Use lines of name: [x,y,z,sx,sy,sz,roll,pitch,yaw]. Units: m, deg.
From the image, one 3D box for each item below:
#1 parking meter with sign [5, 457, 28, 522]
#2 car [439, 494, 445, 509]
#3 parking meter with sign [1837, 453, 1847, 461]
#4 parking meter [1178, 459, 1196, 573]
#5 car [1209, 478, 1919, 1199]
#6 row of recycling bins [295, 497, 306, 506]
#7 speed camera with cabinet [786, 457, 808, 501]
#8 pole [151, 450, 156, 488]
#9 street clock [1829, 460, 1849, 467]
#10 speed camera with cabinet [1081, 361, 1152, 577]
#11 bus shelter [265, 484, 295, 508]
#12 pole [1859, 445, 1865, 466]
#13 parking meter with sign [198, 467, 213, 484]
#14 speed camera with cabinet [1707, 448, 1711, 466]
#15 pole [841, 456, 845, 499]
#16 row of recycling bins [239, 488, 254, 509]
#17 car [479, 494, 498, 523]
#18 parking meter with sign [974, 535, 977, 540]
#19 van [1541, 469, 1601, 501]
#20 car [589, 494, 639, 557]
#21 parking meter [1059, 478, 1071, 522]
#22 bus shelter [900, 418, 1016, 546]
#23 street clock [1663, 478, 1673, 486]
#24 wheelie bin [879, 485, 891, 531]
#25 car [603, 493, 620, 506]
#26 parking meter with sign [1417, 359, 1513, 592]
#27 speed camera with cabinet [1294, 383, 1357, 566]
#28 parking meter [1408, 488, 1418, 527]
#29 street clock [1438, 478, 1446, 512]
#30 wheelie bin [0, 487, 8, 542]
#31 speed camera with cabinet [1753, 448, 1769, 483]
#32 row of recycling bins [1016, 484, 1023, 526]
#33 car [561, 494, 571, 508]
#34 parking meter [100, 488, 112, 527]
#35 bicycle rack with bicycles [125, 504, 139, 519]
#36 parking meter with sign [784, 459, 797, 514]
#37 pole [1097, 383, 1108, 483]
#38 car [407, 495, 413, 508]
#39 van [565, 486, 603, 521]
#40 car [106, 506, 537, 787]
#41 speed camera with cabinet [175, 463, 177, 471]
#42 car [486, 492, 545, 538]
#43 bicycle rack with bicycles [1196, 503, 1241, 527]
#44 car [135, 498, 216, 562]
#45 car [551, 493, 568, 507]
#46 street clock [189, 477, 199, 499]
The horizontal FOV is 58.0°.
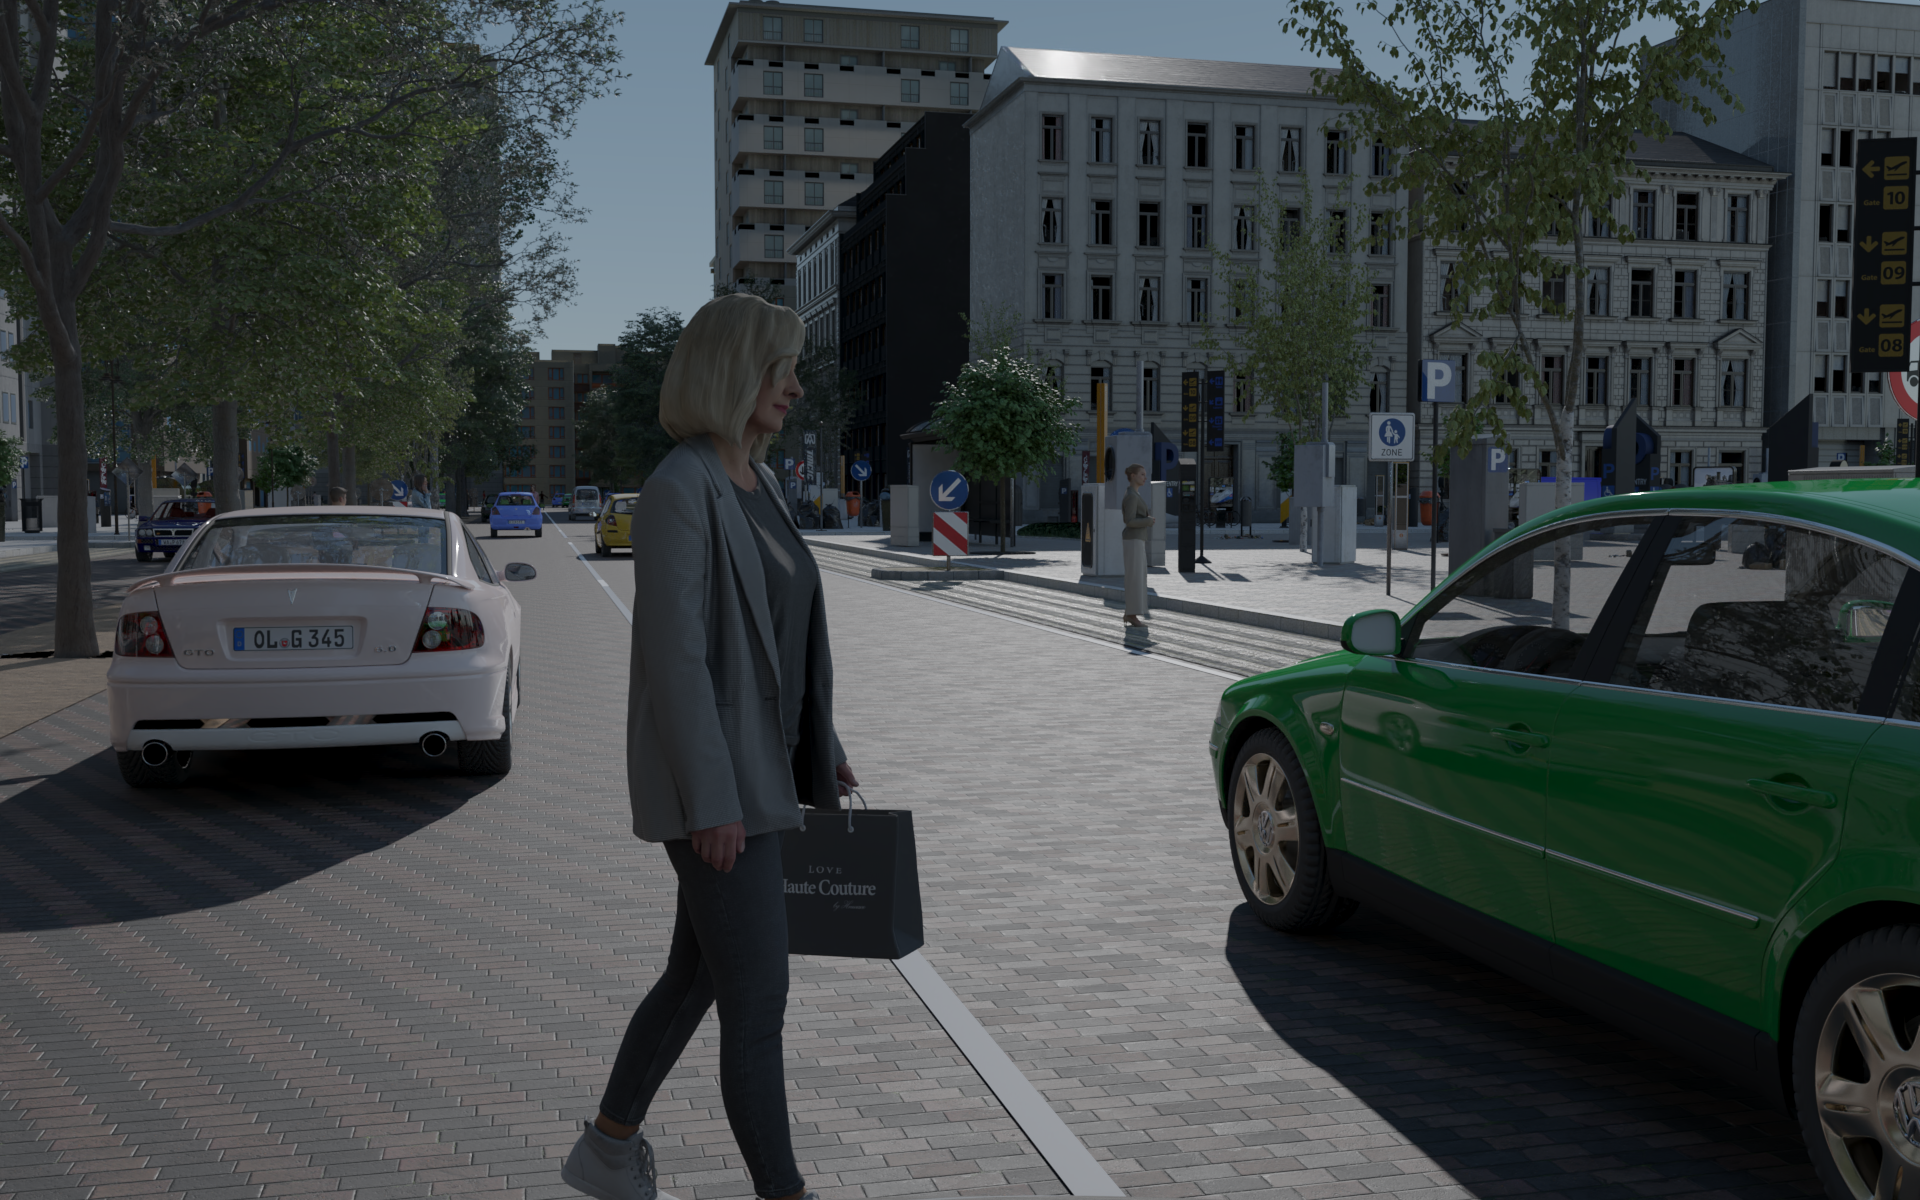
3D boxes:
parking meter with sign: [-44.384,-5.167,80.740,1.738,3.016,0.543,0,4,8]
car: [-44.321,-8.513,147.980,1.959,1.807,4.718,-1,4,-14]
parking meter with sign: [38.058,-4.718,73.394,1.738,3.016,0.543,-1,4,-12]
parking meter: [3.718,-1.386,28.365,0.255,1.863,0.399,0,4,1]
car: [2.195,0.259,4.564,1.959,1.807,4.718,-1,4,-15]
row of recycling bins: [-46.879,-7.043,122.266,1.069,1.692,3.534,-1,4,-15]
speed camera with cabinet: [-8.192,-5.947,91.567,2.038,3.252,0.660,2,4,23]
pole: [-33.064,-4.723,71.061,0.158,3.312,0.155,0,3,0]
street clock: [18.615,-1.967,36.729,0.471,2.002,0.358,-3,5,-40]
speed camera with cabinet: [2.367,-1.966,26.484,0.660,3.252,2.038,-1,4,-10]
bus shelter: [-38.599,-6.434,99.125,2.014,3.302,5.546,-1,4,-14]
pole: [37.699,-4.809,72.468,0.158,3.312,0.155,0,3,0]
parking meter with sign: [-48.886,-7.076,111.945,0.543,3.016,1.738,1,4,12]
speed camera with cabinet: [32.244,-4.835,73.389,0.660,3.252,2.038,0,4,-5]
pole: [-6.236,-6.006,92.040,0.158,3.312,0.155,0,3,0]
row of recycling bins: [-48.510,-6.561,114.383,3.534,1.692,1.069,-1,4,-12]
car: [-23.608,-4.823,88.645,2.009,1.686,4.222,-1,4,-14]
parking meter with sign: [-0.377,-3.186,48.345,1.738,3.016,0.543,-1,4,-9]
van: [22.060,-3.548,62.399,5.245,2.365,2.240,-1,4,-13]
car: [-7.730,-1.885,41.044,2.015,1.641,3.980,-1,4,-15]
parking meter: [3.815,-3.507,63.056,0.399,1.863,0.255,2,4,24]
bus shelter: [0.019,-3.092,44.477,2.014,3.302,5.546,-1,4,-14]
street clock: [32.165,-4.533,78.684,0.358,2.002,0.471,0,4,-7]
wheelie bin: [-2.406,-3.195,60.153,0.693,1.594,0.980,1,4,14]
car: [-27.326,-7.787,136.903,1.945,1.707,3.694,-1,4,-13]
parking meter with sign: [6.532,-1.564,21.828,0.543,3.016,1.738,-2,4,-24]
speed camera with cabinet: [6.657,-2.274,31.516,0.660,3.252,2.038,2,4,29]
parking meter: [17.668,-3.615,67.518,0.372,1.533,0.369,0,3,0]
street clock: [19.940,-4.105,71.683,0.358,2.002,0.471,2,4,28]
wheelie bin: [-25.916,-2.357,46.445,0.693,1.594,0.980,-2,4,-29]
speed camera with cabinet: [34.569,-4.963,75.477,0.660,3.252,2.038,0,4,-7]
row of recycling bins: [1.177,-3.879,70.536,3.534,1.692,1.069,3,5,45]
car: [-40.271,-10.415,179.083,1.959,1.807,4.718,-1,4,-15]
parking meter: [-33.320,-3.617,67.547,0.372,1.533,0.369,0,3,0]
bicycle rack with bicycles: [-40.760,-4.606,88.696,2.925,0.926,2.852,1,4,11]
parking meter with sign: [-8.188,-5.379,84.204,0.543,3.016,1.738,-1,4,-13]
pole: [2.620,-2.332,31.978,0.158,3.312,0.155,0,3,0]
car: [-37.921,-6.671,121.438,2.083,1.381,4.827,-1,4,-14]
van: [-20.474,-5.353,94.534,2.013,2.044,4.112,-1,4,-16]
car: [-3.515,0.144,10.007,2.083,1.381,4.827,-1,4,-13]
speed camera with cabinet: [-43.448,-6.114,94.294,2.038,3.252,0.660,-1,4,-9]
car: [-14.972,-2.985,58.389,1.945,1.707,3.694,-1,4,-15]
bicycle rack with bicycles: [9.410,-3.416,69.232,2.925,0.926,2.852,2,4,34]
car: [-16.875,-1.559,38.069,1.945,1.354,3.894,-1,4,-13]
car: [-43.652,-10.974,189.007,1.945,1.707,3.694,-1,4,-15]
street clock: [-32.297,-4.188,73.047,0.358,2.002,0.471,-2,4,-27]
